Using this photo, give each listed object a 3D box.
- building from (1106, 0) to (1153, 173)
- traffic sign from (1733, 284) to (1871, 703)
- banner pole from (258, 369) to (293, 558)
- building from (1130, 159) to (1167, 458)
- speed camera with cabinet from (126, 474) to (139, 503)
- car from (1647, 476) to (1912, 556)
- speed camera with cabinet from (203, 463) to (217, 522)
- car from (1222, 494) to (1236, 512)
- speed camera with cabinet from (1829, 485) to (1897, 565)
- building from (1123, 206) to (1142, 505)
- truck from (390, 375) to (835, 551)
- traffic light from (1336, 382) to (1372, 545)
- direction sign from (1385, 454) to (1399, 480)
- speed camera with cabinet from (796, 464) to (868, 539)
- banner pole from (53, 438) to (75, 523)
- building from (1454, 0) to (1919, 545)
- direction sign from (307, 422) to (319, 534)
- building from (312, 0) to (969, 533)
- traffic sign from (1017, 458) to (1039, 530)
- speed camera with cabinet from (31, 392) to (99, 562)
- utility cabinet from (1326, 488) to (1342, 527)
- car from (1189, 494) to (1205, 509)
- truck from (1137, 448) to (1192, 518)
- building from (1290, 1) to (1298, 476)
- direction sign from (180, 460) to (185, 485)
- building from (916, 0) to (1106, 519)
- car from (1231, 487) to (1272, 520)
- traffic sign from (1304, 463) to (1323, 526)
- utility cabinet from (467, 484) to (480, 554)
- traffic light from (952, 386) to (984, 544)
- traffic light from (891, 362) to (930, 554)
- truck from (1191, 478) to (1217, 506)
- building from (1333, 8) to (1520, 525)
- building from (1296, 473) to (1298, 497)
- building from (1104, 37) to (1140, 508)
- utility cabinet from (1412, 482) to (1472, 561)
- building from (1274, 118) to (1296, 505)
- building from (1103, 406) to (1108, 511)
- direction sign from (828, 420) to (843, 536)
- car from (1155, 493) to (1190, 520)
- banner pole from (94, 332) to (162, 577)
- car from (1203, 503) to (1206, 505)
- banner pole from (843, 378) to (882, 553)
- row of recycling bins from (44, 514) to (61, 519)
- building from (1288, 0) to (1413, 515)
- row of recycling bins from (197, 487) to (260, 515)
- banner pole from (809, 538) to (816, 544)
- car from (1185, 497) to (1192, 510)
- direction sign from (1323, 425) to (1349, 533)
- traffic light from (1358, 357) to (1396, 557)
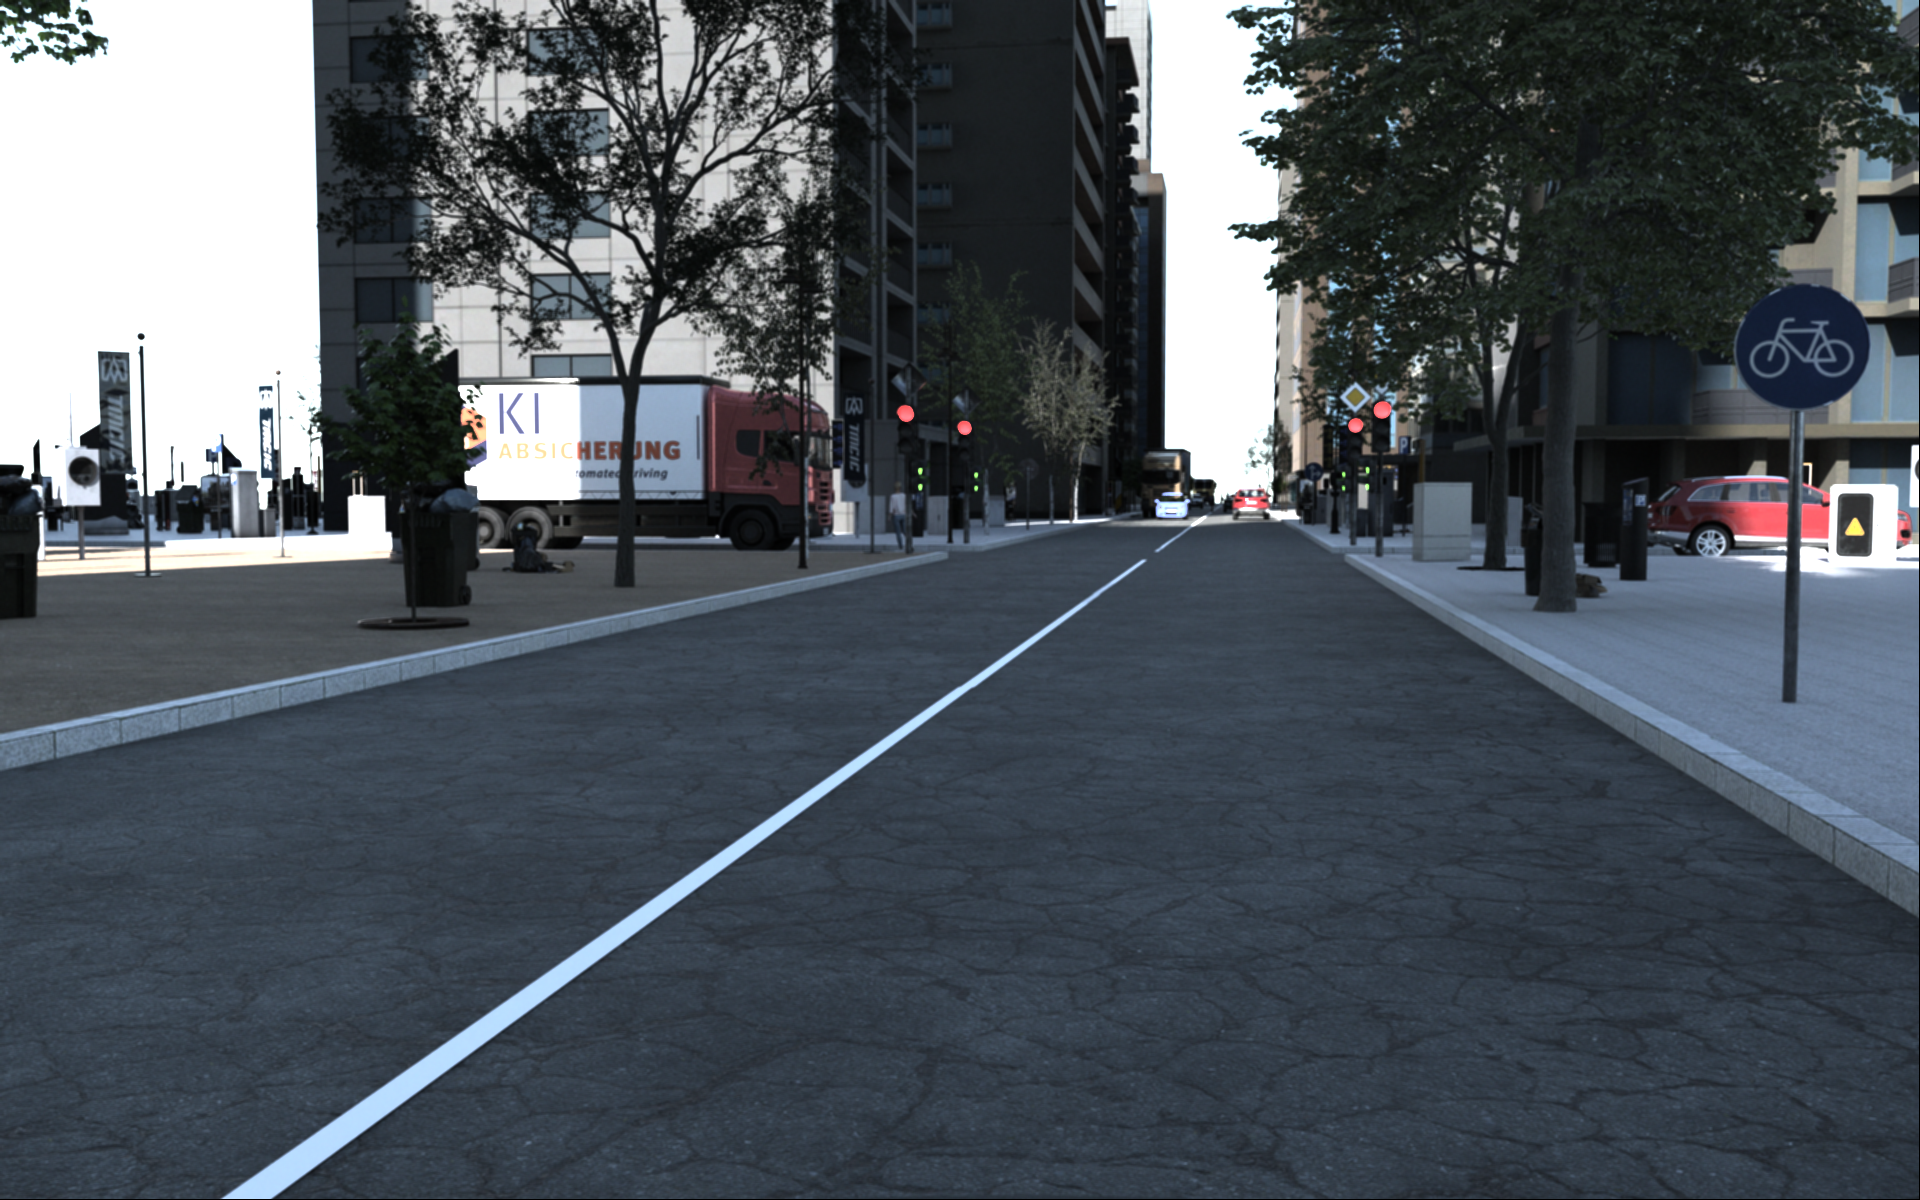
[{"bbox_3d":[19.796,-49.902,254.145,20.563,71.187,20.611,1,4,9],"label":"building"},{"bbox_3d":[5.116,-0.642,10.606,0.768,2.556,0.104,1,4,13],"label":"traffic sign"},{"bbox_3d":[-13.867,-2.748,34.950,0.863,3.779,0.401,2,4,31],"label":"banner pole"},{"bbox_3d":[20.871,-35.826,235.862,14.600,45.320,14.200,1,4,9],"label":"building"},{"bbox_3d":[-49.046,-6.525,101.017,2.038,3.252,0.660,-2,4,-28],"label":"speed camera with cabinet"},{"bbox_3d":[17.481,-1.742,37.156,5.304,1.827,2.281,1,4,11],"label":"car"},{"bbox_3d":[-34.167,-5.172,78.893,0.660,3.252,2.038,-1,4,-22],"label":"speed camera with cabinet"},{"bbox_3d":[21.762,-7.657,136.993,2.131,1.459,4.920,1,4,9],"label":"car"},{"bbox_3d":[16.949,-2.266,31.388,0.660,3.252,2.038,-3,5,-42],"label":"speed camera with cabinet"},{"bbox_3d":[9.670,-32.172,217.894,32.217,40.220,23.993,1,4,9],"label":"building"},{"bbox_3d":[-8.122,-3.266,42.316,11.283,4.237,2.839,1,4,9],"label":"truck"},{"bbox_3d":[9.828,-3.323,43.252,0.839,4.253,0.868,1,4,9],"label":"traffic light"},{"bbox_3d":[24.274,-6.433,97.169,0.876,3.537,0.379,2,4,34],"label":"direction sign"},{"bbox_3d":[-3.696,-3.388,49.730,2.038,3.252,0.660,-1,4,-20],"label":"speed camera with cabinet"},{"bbox_3d":[-39.854,-5.320,76.991,0.401,3.779,0.863,2,4,30],"label":"banner pole"},{"bbox_3d":[30.135,-24.224,50.689,28.867,44.769,22.147,1,4,9],"label":"building"},{"bbox_3d":[-20.607,-3.855,55.023,0.379,3.537,0.876,-1,4,-18],"label":"direction sign"},{"bbox_3d":[-10.405,-38.416,66.360,20.563,71.187,20.611,1,4,9],"label":"building"},{"bbox_3d":[2.420,-3.774,61.805,0.768,2.556,0.104,1,4,11],"label":"traffic sign"},{"bbox_3d":[-17.467,-2.356,32.856,0.660,3.252,2.038,3,4,38],"label":"speed camera with cabinet"},{"bbox_3d":[14.638,-3.611,67.714,0.318,1.500,1.173,0,4,-3],"label":"utility cabinet"},{"bbox_3d":[22.957,-9.782,169.720,2.009,1.686,4.222,0,4,7],"label":"car"},{"bbox_3d":[12.888,-7.292,108.129,2.839,4.237,11.283,1,4,11],"label":"truck"},{"bbox_3d":[47.816,-35.749,173.727,28.713,52.752,27.495,1,4,9],"label":"building"},{"bbox_3d":[-52.344,-7.623,116.633,0.379,3.537,0.876,-1,4,-9],"label":"direction sign"},{"bbox_3d":[-3.162,-29.062,98.864,21.300,48.544,21.600,1,4,9],"label":"building"},{"bbox_3d":[16.236,-5.375,96.554,2.281,1.827,5.304,1,4,9],"label":"car"},{"bbox_3d":[14.323,-4.286,70.175,0.768,2.556,0.104,1,4,9],"label":"traffic sign"},{"bbox_3d":[-10.564,-1.688,36.273,0.318,1.500,1.173,2,4,23],"label":"utility cabinet"},{"bbox_3d":[0.186,-3.416,44.772,0.839,4.253,0.868,1,4,9],"label":"traffic light"},{"bbox_3d":[-1.074,-2.934,36.886,0.839,4.253,0.868,1,4,9],"label":"traffic light"},{"bbox_3d":[30.511,-13.497,216.600,3.469,3.379,9.791,1,4,10],"label":"truck"},{"bbox_3d":[33.603,-23.608,77.865,32.217,40.220,23.993,1,4,9],"label":"building"},{"bbox_3d":[37.225,-28.783,154.193,14.154,41.232,14.086,1,4,9],"label":"building"},{"bbox_3d":[5.620,-31.278,166.015,22.147,44.769,28.867,1,4,9],"label":"building"},{"bbox_3d":[9.220,-1.496,33.142,1.173,1.500,0.318,-2,4,-25],"label":"utility cabinet"},{"bbox_3d":[49.732,-35.987,212.091,21.300,48.544,21.600,1,4,9],"label":"building"},{"bbox_3d":[0.969,-50.309,135.225,22.319,86.520,31.000,1,4,9],"label":"building"},{"bbox_3d":[-4.012,-3.737,53.098,0.876,3.537,0.379,0,4,-4],"label":"direction sign"},{"bbox_3d":[11.874,-5.335,96.811,1.945,1.707,3.694,1,4,9],"label":"car"},{"bbox_3d":[-12.859,-2.248,26.775,0.863,3.779,0.401,-2,4,-35],"label":"banner pole"},{"bbox_3d":[31.870,-13.478,229.951,1.945,1.707,3.694,0,4,8],"label":"car"},{"bbox_3d":[-2.130,-2.905,37.511,0.863,3.779,0.401,1,4,8],"label":"banner pole"},{"bbox_3d":[-46.338,-5.051,89.701,1.069,1.692,3.534,3,5,41],"label":"row of recycling bins"},{"bbox_3d":[27.813,-27.884,106.019,14.600,45.320,14.200,1,4,9],"label":"building"},{"bbox_3d":[-41.512,-5.569,98.169,3.534,1.692,1.069,-3,5,-42],"label":"row of recycling bins"},{"bbox_3d":[-4.012,-3.376,45.220,0.401,3.779,0.863,-1,4,-15],"label":"banner pole"},{"bbox_3d":[20.357,-8.958,159.037,1.945,1.354,3.894,0,4,8],"label":"car"},{"bbox_3d":[12.328,-3.965,56.821,0.876,3.537,0.379,0,4,-5],"label":"direction sign"},{"bbox_3d":[8.568,-2.841,35.367,0.839,4.253,0.868,1,4,9],"label":"traffic light"}]
